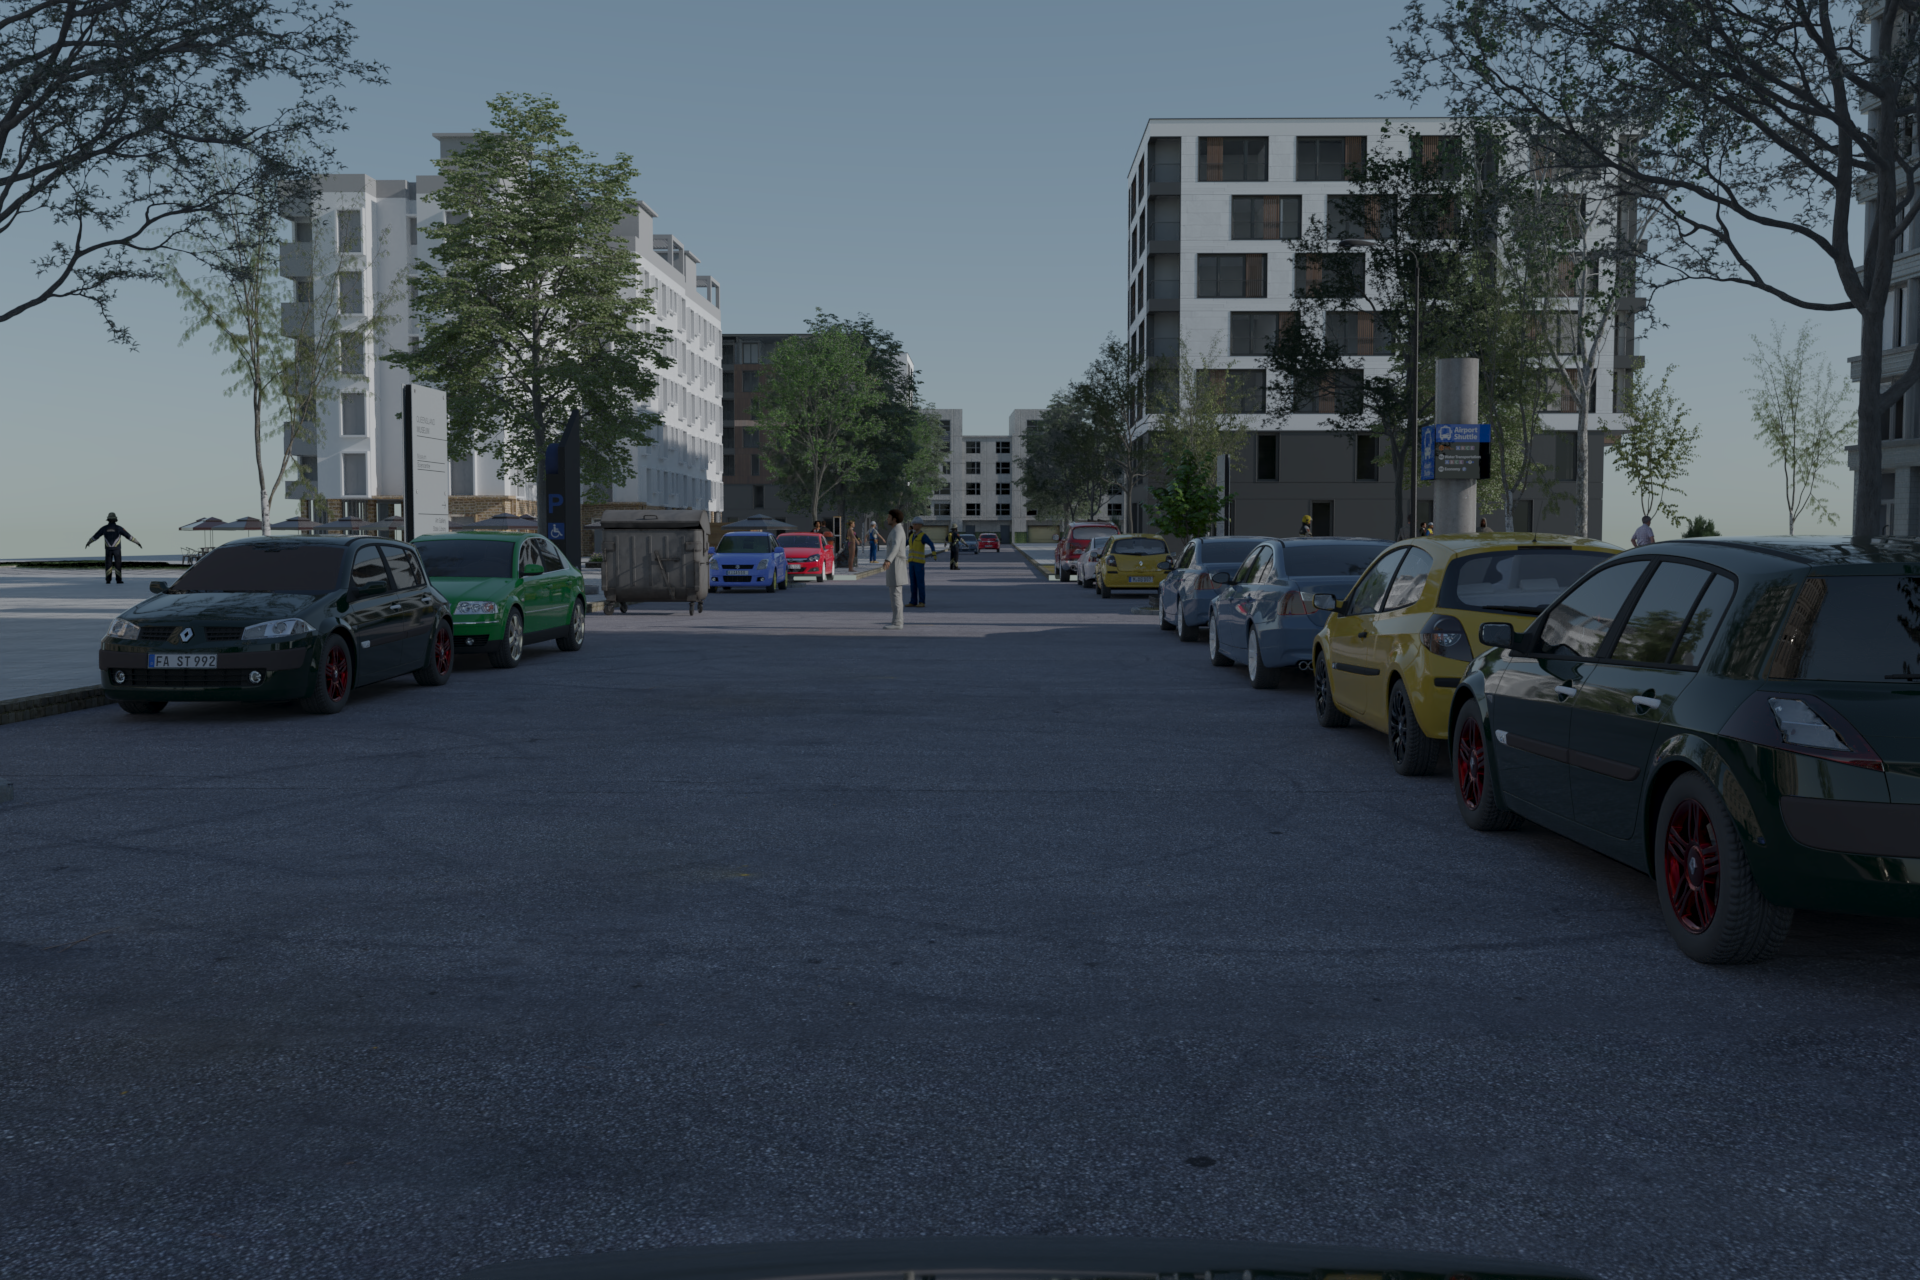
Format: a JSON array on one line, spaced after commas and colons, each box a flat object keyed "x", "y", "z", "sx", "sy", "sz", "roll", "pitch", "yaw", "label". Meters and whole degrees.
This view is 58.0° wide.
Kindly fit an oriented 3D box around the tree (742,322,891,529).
[{"x": -7.072, "y": -9.731, "z": 84.861, "sx": 9.928, "sy": 11.665, "sz": 9.643, "roll": 0, "pitch": 3, "yaw": 0, "label": "tree"}]

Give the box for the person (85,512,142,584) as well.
[{"x": -21.864, "y": -2.376, "z": 44.717, "sx": 1.351, "sy": 1.845, "sz": 0.704, "roll": -1, "pitch": 4, "yaw": -15, "label": "person"}]

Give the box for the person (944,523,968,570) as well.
[{"x": -0.206, "y": -3.714, "z": 68.967, "sx": 0.705, "sy": 1.856, "sz": 1.354, "roll": -3, "pitch": 5, "yaw": -43, "label": "person"}]

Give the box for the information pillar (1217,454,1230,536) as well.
[{"x": 7.832, "y": -3.686, "z": 51.577, "sx": 0.184, "sy": 3.620, "sz": 1.656, "roll": 0, "pitch": 4, "yaw": 1, "label": "information pillar"}]

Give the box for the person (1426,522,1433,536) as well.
[{"x": 22.359, "y": -4.664, "z": 82.220, "sx": 0.705, "sy": 1.833, "sz": 1.349, "roll": 3, "pitch": 4, "yaw": 38, "label": "person"}]

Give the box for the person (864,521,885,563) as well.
[{"x": -3.820, "y": -4.327, "z": 76.598, "sx": 0.705, "sy": 1.847, "sz": 1.347, "roll": -3, "pitch": 5, "yaw": -44, "label": "person"}]

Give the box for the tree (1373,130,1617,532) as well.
[{"x": 10.210, "y": -4.962, "z": 31.489, "sx": 4.360, "sy": 8.622, "sz": 3.978, "roll": 0, "pitch": 3, "yaw": 0, "label": "tree"}]

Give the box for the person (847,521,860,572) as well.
[{"x": -3.621, "y": -3.193, "z": 59.003, "sx": 0.721, "sy": 1.733, "sz": 1.217, "roll": -1, "pitch": 4, "yaw": -17, "label": "person"}]

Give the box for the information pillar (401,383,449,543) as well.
[{"x": -8.591, "y": -2.236, "z": 27.882, "sx": 0.184, "sy": 3.620, "sz": 1.656, "roll": 0, "pitch": 4, "yaw": 2, "label": "information pillar"}]

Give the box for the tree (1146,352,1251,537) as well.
[{"x": 9.792, "y": -7.280, "z": 69.391, "sx": 4.737, "sy": 8.622, "sz": 4.395, "roll": 0, "pitch": 3, "yaw": 0, "label": "tree"}]

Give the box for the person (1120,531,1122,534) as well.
[{"x": 7.876, "y": -4.979, "z": 87.190, "sx": 1.354, "sy": 1.856, "sz": 0.705, "roll": -2, "pitch": 4, "yaw": -30, "label": "person"}]

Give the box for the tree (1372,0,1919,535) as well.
[{"x": 9.719, "y": -6.584, "z": 18.012, "sx": 12.009, "sy": 13.543, "sz": 11.850, "roll": 0, "pitch": 3, "yaw": 0, "label": "tree"}]

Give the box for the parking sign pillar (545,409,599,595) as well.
[{"x": -8.428, "y": -2.957, "z": 36.816, "sx": 1.447, "sy": 3.967, "sz": 1.447, "roll": 0, "pitch": 4, "yaw": 1, "label": "parking sign pillar"}]

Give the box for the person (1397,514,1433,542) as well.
[{"x": 10.808, "y": -2.108, "z": 41.041, "sx": 0.750, "sy": 1.759, "sz": 0.617, "roll": -1, "pitch": 4, "yaw": -17, "label": "person"}]

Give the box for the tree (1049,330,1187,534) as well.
[{"x": 7.615, "y": -8.896, "z": 79.861, "sx": 7.601, "sy": 10.594, "sz": 8.767, "roll": 0, "pitch": 4, "yaw": -5, "label": "tree"}]

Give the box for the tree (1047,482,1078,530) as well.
[{"x": 9.611, "y": -12.740, "z": 158.655, "sx": 4.360, "sy": 8.622, "sz": 3.978, "roll": 0, "pitch": 3, "yaw": 0, "label": "tree"}]

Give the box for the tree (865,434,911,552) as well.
[{"x": -5.621, "y": -10.477, "z": 121.667, "sx": 4.737, "sy": 8.622, "sz": 4.395, "roll": 0, "pitch": 3, "yaw": 0, "label": "tree"}]

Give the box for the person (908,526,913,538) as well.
[{"x": -2.723, "y": -5.294, "z": 93.278, "sx": 0.721, "sy": 1.740, "sz": 1.216, "roll": 0, "pitch": 4, "yaw": 2, "label": "person"}]

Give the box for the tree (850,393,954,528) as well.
[{"x": -5.487, "y": -15.310, "z": 156.976, "sx": 9.857, "sy": 13.997, "sz": 8.962, "roll": 0, "pitch": 3, "yaw": 0, "label": "tree"}]

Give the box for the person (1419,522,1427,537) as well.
[{"x": 20.548, "y": -4.316, "z": 76.760, "sx": 0.705, "sy": 1.806, "sz": 1.347, "roll": 2, "pitch": 4, "yaw": 32, "label": "person"}]

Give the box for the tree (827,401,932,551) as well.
[{"x": -6.075, "y": -12.487, "z": 129.910, "sx": 9.928, "sy": 11.665, "sz": 9.643, "roll": 0, "pitch": 3, "yaw": 0, "label": "tree"}]

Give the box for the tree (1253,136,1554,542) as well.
[{"x": 10.339, "y": -6.556, "z": 41.596, "sx": 7.601, "sy": 10.594, "sz": 8.767, "roll": -2, "pitch": 4, "yaw": -27, "label": "tree"}]

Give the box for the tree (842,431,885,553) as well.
[{"x": -6.405, "y": -10.066, "z": 114.939, "sx": 4.737, "sy": 8.622, "sz": 4.395, "roll": 0, "pitch": 3, "yaw": 0, "label": "tree"}]

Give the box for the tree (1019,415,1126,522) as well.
[{"x": 8.950, "y": -12.277, "z": 135.144, "sx": 8.767, "sy": 10.594, "sz": 7.601, "roll": 0, "pitch": 4, "yaw": -4, "label": "tree"}]

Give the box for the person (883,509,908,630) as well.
[{"x": -0.999, "y": -1.070, "z": 26.139, "sx": 0.705, "sy": 1.806, "sz": 1.347, "roll": 0, "pitch": 4, "yaw": 2, "label": "person"}]

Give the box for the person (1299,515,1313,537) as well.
[{"x": 10.673, "y": -2.905, "z": 53.261, "sx": 0.704, "sy": 1.858, "sz": 1.351, "roll": 0, "pitch": 4, "yaw": -6, "label": "person"}]

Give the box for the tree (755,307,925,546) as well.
[{"x": -6.685, "y": -11.732, "z": 98.477, "sx": 9.857, "sy": 13.997, "sz": 8.962, "roll": 0, "pitch": 3, "yaw": 0, "label": "tree"}]

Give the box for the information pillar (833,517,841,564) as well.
[{"x": -5.202, "y": -4.215, "z": 73.404, "sx": 0.304, "sy": 2.012, "sz": 0.304, "roll": 0, "pitch": 4, "yaw": 0, "label": "information pillar"}]

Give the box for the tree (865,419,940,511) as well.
[{"x": -5.499, "y": -13.420, "z": 145.179, "sx": 9.928, "sy": 11.665, "sz": 9.643, "roll": 0, "pitch": 3, "yaw": 0, "label": "tree"}]

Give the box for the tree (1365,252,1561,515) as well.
[{"x": 20.245, "y": -9.274, "z": 69.757, "sx": 7.486, "sy": 12.596, "sz": 7.792, "roll": 0, "pitch": 3, "yaw": 0, "label": "tree"}]

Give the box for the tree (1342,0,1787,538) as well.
[{"x": 19.094, "y": -12.297, "z": 56.944, "sx": 12.611, "sy": 20.169, "sz": 13.585, "roll": 0, "pitch": 3, "yaw": 0, "label": "tree"}]

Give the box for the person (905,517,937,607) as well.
[{"x": -0.896, "y": -1.531, "z": 33.961, "sx": 1.216, "sy": 1.772, "sz": 0.721, "roll": 3, "pitch": 5, "yaw": 42, "label": "person"}]

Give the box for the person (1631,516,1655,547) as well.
[{"x": 15.896, "y": -2.025, "z": 40.090, "sx": 0.436, "sy": 1.711, "sz": 0.756, "roll": -1, "pitch": 4, "yaw": -10, "label": "person"}]

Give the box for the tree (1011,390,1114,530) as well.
[{"x": 9.126, "y": -14.866, "z": 149.717, "sx": 9.857, "sy": 13.997, "sz": 8.962, "roll": 0, "pitch": 3, "yaw": 0, "label": "tree"}]

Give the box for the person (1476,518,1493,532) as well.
[{"x": 16.841, "y": -3.038, "z": 55.798, "sx": 1.348, "sy": 1.813, "sz": 0.705, "roll": 1, "pitch": 4, "yaw": 13, "label": "person"}]

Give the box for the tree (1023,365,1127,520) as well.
[{"x": 9.595, "y": -13.082, "z": 124.260, "sx": 12.009, "sy": 13.543, "sz": 11.850, "roll": 0, "pitch": 3, "yaw": 0, "label": "tree"}]

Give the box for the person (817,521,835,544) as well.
[{"x": -5.406, "y": -3.801, "z": 68.367, "sx": 1.346, "sy": 1.802, "sz": 0.704, "roll": -3, "pitch": 5, "yaw": -45, "label": "person"}]

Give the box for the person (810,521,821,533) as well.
[{"x": -5.735, "y": -3.901, "z": 69.925, "sx": 1.345, "sy": 1.843, "sz": 0.704, "roll": -1, "pitch": 4, "yaw": -15, "label": "person"}]

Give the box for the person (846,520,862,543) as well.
[{"x": -4.359, "y": -3.933, "z": 70.236, "sx": 0.705, "sy": 1.837, "sz": 1.347, "roll": 1, "pitch": 4, "yaw": 21, "label": "person"}]
